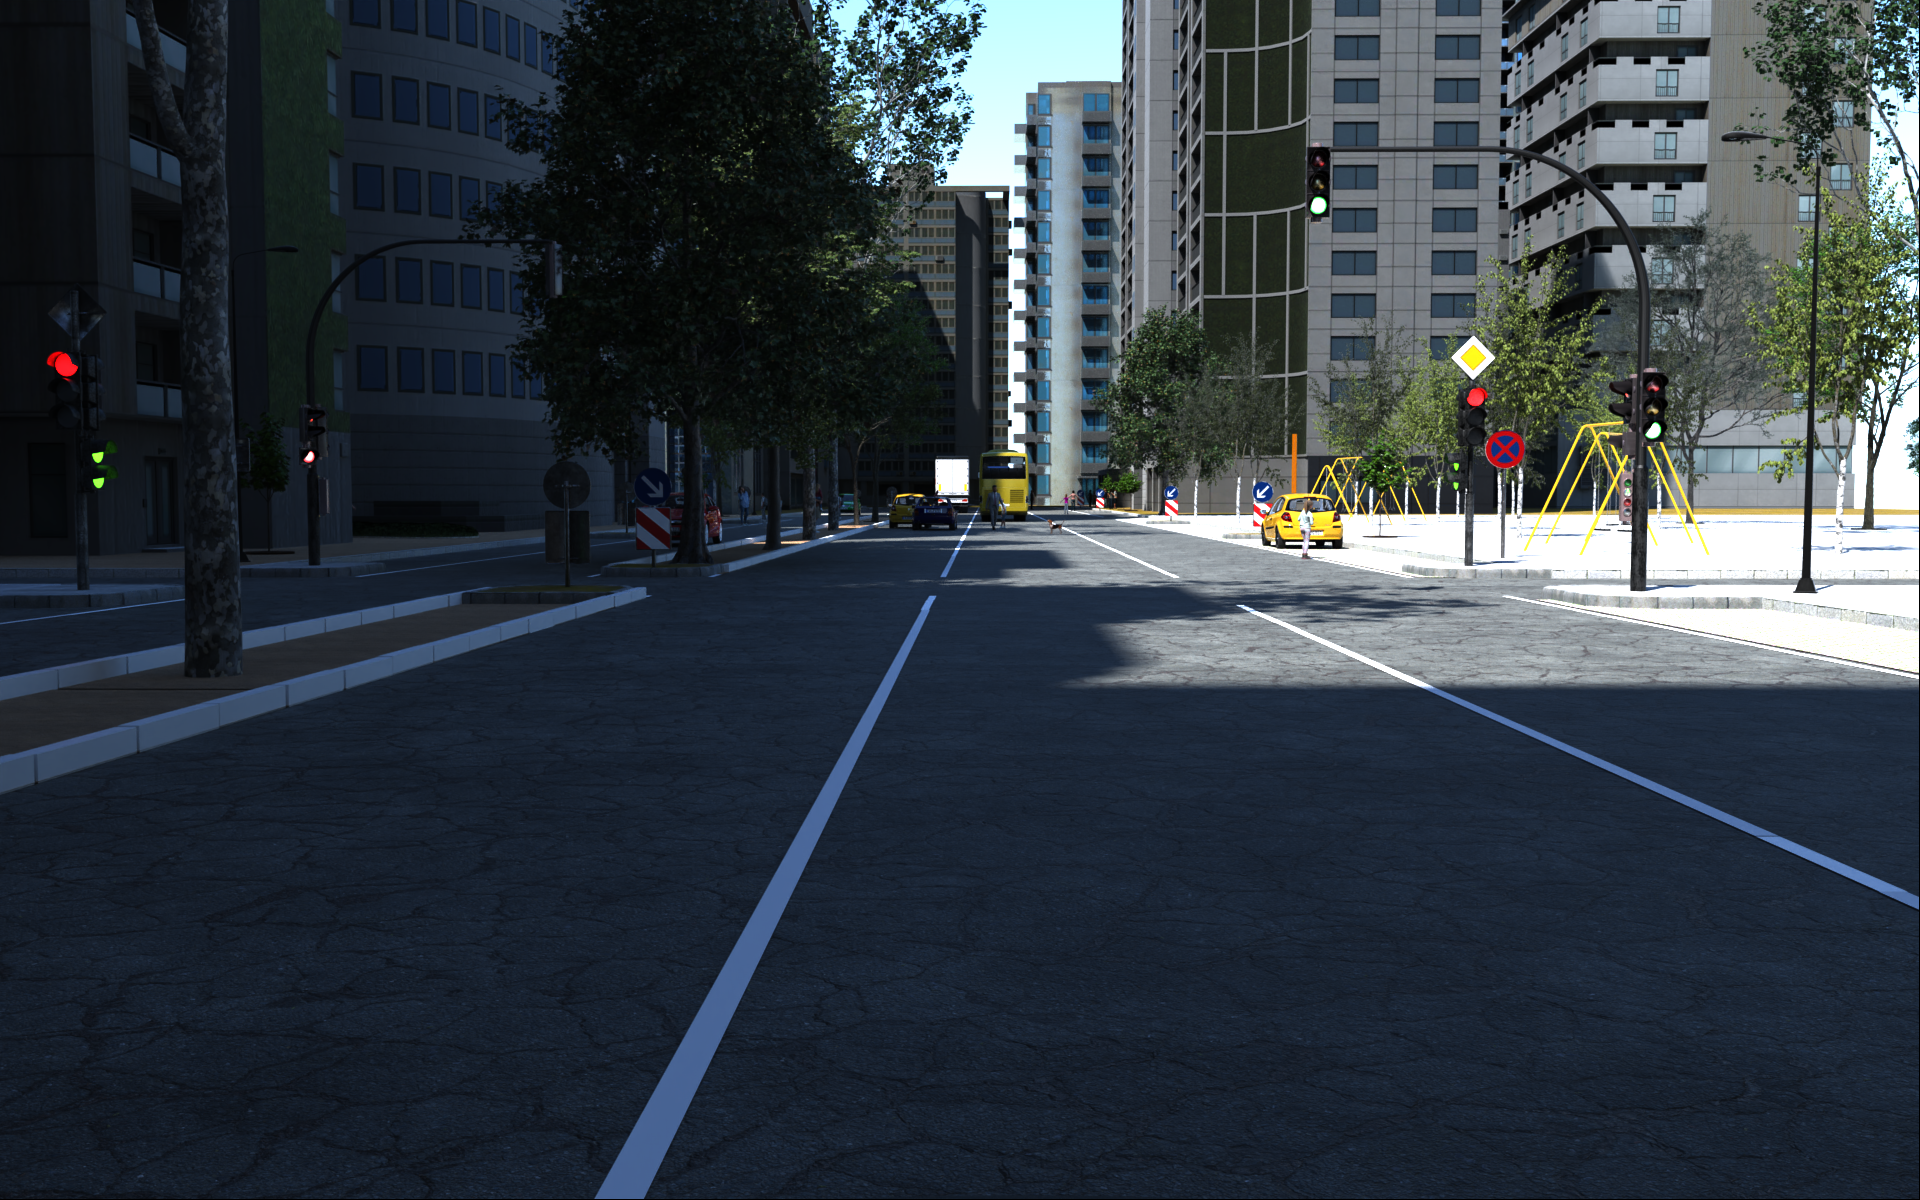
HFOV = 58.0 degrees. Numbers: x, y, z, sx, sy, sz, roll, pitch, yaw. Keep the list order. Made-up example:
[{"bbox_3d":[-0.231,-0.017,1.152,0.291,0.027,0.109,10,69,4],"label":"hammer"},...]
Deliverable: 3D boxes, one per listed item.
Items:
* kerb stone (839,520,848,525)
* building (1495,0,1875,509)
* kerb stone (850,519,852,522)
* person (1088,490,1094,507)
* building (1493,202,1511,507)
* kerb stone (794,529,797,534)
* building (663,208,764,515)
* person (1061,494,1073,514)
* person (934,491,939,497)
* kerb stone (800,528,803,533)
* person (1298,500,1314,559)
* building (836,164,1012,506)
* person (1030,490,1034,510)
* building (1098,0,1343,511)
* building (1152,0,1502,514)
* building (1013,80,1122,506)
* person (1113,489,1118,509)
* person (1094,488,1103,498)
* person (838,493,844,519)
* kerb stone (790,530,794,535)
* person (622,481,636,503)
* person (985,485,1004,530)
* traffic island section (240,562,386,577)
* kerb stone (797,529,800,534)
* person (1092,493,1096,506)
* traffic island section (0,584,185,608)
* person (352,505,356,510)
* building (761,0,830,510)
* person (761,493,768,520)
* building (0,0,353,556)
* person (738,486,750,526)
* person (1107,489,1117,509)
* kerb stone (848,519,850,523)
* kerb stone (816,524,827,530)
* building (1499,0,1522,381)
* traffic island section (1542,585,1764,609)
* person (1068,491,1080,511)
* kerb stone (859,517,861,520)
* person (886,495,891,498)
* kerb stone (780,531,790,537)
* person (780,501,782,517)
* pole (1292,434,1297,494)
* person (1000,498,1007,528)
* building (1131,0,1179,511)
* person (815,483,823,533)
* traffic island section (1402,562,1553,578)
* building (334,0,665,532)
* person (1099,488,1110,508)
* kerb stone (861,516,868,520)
[{"bbox_3d":[-5.602,-3.745,83.433,0.120,0.150,1.000,0,4,1],"label":"kerb stone"},{"bbox_3d":[66.501,-35.189,164.576,27.495,52.752,28.713,0,4,1],"label":"building"},{"bbox_3d":[-5.568,-3.865,85.481,0.120,0.150,1.000,0,4,1],"label":"kerb stone"},{"bbox_3d":[13.422,-10.429,177.267,0.721,1.735,1.217,-1,4,-21],"label":"person"},{"bbox_3d":[45.818,-24.560,173.262,14.107,30.474,14.160,0,4,1],"label":"building"},{"bbox_3d":[-5.943,-2.367,60.893,0.120,0.150,1.000,0,4,1],"label":"kerb stone"},{"bbox_3d":[-25.042,-49.387,120.153,22.319,86.520,31.000,0,4,1],"label":"building"},{"bbox_3d":[7.597,-6.829,123.372,0.991,1.433,0.599,2,4,26],"label":"person"},{"bbox_3d":[-1.523,-6.368,114.078,0.415,1.643,0.593,-1,4,-9],"label":"person"},{"bbox_3d":[-5.917,-2.490,62.938,0.120,0.150,1.000,0,4,1],"label":"kerb stone"},{"bbox_3d":[7.642,-1.553,38.175,0.425,1.301,0.394,3,5,42],"label":"person"},{"bbox_3d":[-5.825,-31.473,206.465,23.993,40.220,32.217,0,4,1],"label":"building"},{"bbox_3d":[6.686,-9.292,160.556,0.705,1.807,1.348,0,4,-5],"label":"person"},{"bbox_3d":[24.529,-44.686,168.872,20.563,71.187,20.611,0,4,1],"label":"building"},{"bbox_3d":[24.248,-41.678,119.695,20.563,71.187,20.611,0,4,1],"label":"building"},{"bbox_3d":[21.426,-35.545,200.773,30.456,49.044,23.786,0,4,1],"label":"building"},{"bbox_3d":[13.642,-8.834,151.261,0.721,1.735,1.217,1,4,13],"label":"person"},{"bbox_3d":[13.309,-9.848,167.025,0.705,1.831,1.348,3,5,45],"label":"person"},{"bbox_3d":[-7.034,-5.477,100.639,0.503,1.515,0.523,1,4,17],"label":"person"},{"bbox_3d":[-5.949,-2.304,59.871,0.120,0.150,1.000,0,4,1],"label":"kerb stone"},{"bbox_3d":[-13.817,-4.059,72.433,0.620,1.820,0.660,2,4,33],"label":"person"},{"bbox_3d":[1.376,-3.706,69.367,0.678,1.792,0.850,-1,4,-13],"label":"person"},{"bbox_3d":[-11.646,-0.546,31.202,2.009,0.180,2.903,0,4,1],"label":"traffic island section"},{"bbox_3d":[-5.921,-2.429,61.915,0.120,0.150,1.000,0,4,1],"label":"kerb stone"},{"bbox_3d":[14.232,-10.621,182.958,1.065,1.426,0.557,-1,4,-17],"label":"person"},{"bbox_3d":[-11.767,-0.057,23.218,2.009,0.180,2.903,0,4,1],"label":"traffic island section"},{"bbox_3d":[-17.089,-2.522,47.949,0.731,1.740,0.598,-3,5,-43],"label":"person"},{"bbox_3d":[-24.169,-33.461,170.786,21.600,48.544,21.300,0,4,1],"label":"building"},{"bbox_3d":[-10.417,-4.937,91.818,0.523,1.515,0.503,-2,4,-24],"label":"person"},{"bbox_3d":[-23.189,-21.666,37.840,14.154,41.232,14.086,0,4,1],"label":"building"},{"bbox_3d":[-9.652,-4.192,77.301,0.793,1.790,0.793,1,4,10],"label":"person"},{"bbox_3d":[12.869,-8.571,146.903,0.721,1.735,1.217,-3,4,-36],"label":"person"},{"bbox_3d":[-5.590,-3.808,84.459,0.120,0.150,1.000,0,4,1],"label":"kerb stone"},{"bbox_3d":[-5.770,-3.051,72.167,0.120,0.150,1.000,0,4,1],"label":"kerb stone"},{"bbox_3d":[52.141,-54.183,198.569,31.000,86.520,22.319,0,4,1],"label":"building"},{"bbox_3d":[8.972,-0.038,22.902,2.009,0.180,2.903,0,4,1],"label":"traffic island section"},{"bbox_3d":[9.590,-8.427,146.984,1.217,1.736,0.721,-1,4,-12],"label":"person"},{"bbox_3d":[-5.473,-4.247,91.634,0.120,0.150,1.000,0,4,1],"label":"kerb stone"},{"bbox_3d":[-7.201,-10.233,176.346,0.617,1.759,0.750,0,4,0],"label":"person"},{"bbox_3d":[-5.970,-2.233,58.850,0.120,0.150,1.000,0,4,1],"label":"kerb stone"},{"bbox_3d":[-11.018,-5.684,106.123,0.332,1.250,0.352,0,4,-4],"label":"person"},{"bbox_3d":[11.358,-3.976,58.858,0.158,3.312,0.155,0,3,0],"label":"pole"},{"bbox_3d":[1.796,-3.632,72.570,0.352,1.250,0.332,2,4,34],"label":"person"},{"bbox_3d":[25.041,-36.874,144.882,21.231,58.520,28.212,0,4,1],"label":"building"},{"bbox_3d":[-5.303,-3.393,63.952,0.573,1.828,0.580,-3,5,-40],"label":"person"},{"bbox_3d":[9.093,-0.526,30.886,2.009,0.180,2.903,0,4,1],"label":"traffic island section"},{"bbox_3d":[-24.918,-32.178,68.111,21.231,58.520,28.212,0,4,1],"label":"building"},{"bbox_3d":[12.951,-9.083,154.567,0.705,1.822,1.348,-3,5,-43],"label":"person"},{"bbox_3d":[-5.400,-4.557,96.776,0.120,0.150,1.000,0,4,1],"label":"kerb stone"}]
